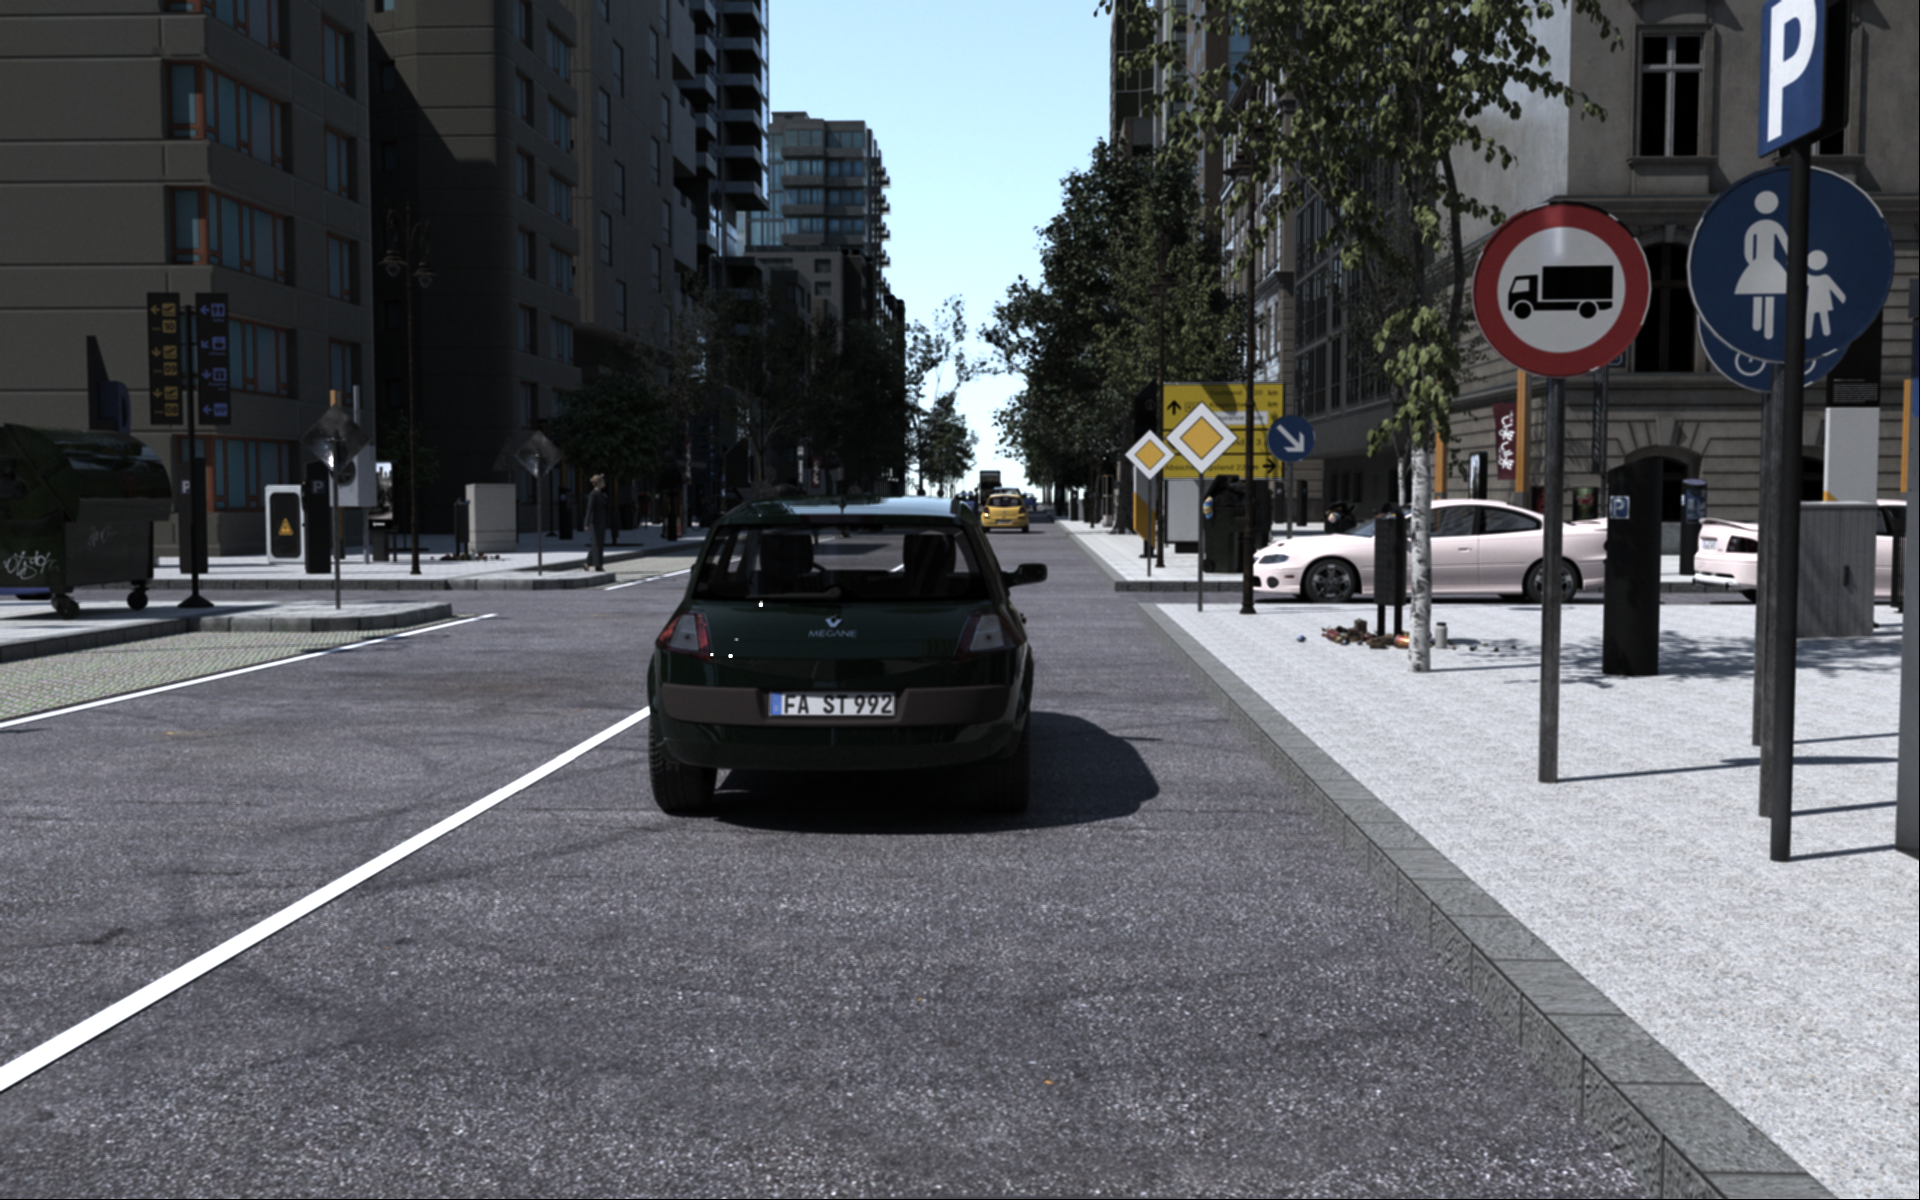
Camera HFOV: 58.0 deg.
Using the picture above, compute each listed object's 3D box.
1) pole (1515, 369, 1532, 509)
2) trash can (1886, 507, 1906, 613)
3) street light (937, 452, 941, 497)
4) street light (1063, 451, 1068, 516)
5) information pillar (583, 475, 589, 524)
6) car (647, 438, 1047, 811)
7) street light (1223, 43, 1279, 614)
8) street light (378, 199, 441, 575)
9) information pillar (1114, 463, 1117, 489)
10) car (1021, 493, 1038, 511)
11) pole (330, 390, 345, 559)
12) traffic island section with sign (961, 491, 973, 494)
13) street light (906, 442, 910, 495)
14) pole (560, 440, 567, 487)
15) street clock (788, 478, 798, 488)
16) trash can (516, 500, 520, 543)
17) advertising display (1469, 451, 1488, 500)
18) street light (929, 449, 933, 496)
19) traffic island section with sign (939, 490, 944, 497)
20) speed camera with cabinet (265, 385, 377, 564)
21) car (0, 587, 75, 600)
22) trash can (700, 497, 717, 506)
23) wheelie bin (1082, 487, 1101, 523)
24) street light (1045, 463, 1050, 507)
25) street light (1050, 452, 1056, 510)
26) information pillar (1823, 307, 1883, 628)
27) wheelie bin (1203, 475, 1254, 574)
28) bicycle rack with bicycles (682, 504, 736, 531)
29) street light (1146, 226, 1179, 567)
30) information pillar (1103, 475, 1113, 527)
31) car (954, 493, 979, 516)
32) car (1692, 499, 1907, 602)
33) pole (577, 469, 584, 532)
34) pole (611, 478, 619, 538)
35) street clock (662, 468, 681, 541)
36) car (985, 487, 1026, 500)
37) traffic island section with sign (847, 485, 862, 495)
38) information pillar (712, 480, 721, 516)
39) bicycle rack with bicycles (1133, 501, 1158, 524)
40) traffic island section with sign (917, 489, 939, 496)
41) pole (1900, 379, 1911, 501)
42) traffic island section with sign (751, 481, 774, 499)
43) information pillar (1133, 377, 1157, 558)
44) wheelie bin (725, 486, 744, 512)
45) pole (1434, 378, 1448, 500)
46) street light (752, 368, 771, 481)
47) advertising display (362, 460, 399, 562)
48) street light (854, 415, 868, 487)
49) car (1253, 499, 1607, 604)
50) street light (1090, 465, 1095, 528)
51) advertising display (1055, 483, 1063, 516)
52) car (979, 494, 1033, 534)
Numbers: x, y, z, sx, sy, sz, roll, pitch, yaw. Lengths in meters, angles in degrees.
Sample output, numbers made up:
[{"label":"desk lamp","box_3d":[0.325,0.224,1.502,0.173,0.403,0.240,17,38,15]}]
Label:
[{"label":"pole","box_3d":[8.612,-1.997,26.493,0.158,3.312,0.155,0,3,0]},{"label":"trash can","box_3d":[10.378,-0.428,18.647,0.748,1.137,0.748,0,3,0]},{"label":"street light","box_3d":[-2.295,-13.125,187.386,0.468,5.910,1.993,0,4,2]},{"label":"street light","box_3d":[6.500,-8.256,107.772,0.468,5.910,1.993,0,4,2]},{"label":"information pillar","box_3d":[-13.452,-3.511,61.903,0.304,2.012,0.304,1,4,9]},{"label":"car","box_3d":[-0.518,0.035,9.222,2.009,1.686,4.222,0,4,0]},{"label":"street light","box_3d":[3.090,-2.790,18.407,0.468,5.910,1.993,0,4,2]},{"label":"street light","box_3d":[-8.704,-3.348,27.522,0.468,5.910,1.993,0,4,2]},{"label":"information pillar","box_3d":[9.030,-6.762,101.921,0.183,3.616,0.504,-2,4,-33]},{"label":"car","box_3d":[5.696,-8.481,148.254,1.945,1.707,3.694,0,4,1]},{"label":"pole","box_3d":[-12.233,-2.459,34.042,0.158,3.312,0.155,0,3,0]},{"label":"traffic island section with sign","box_3d":[1.561,-13.858,235.213,1.989,1.847,2.006,0,4,2]},{"label":"street light","box_3d":[-4.214,-10.207,139.673,0.468,5.910,1.993,0,4,2]},{"label":"pole","box_3d":[-11.688,-3.501,51.087,0.158,3.312,0.155,0,3,0]},{"label":"street clock","box_3d":[-7.689,-4.620,80.111,0.471,2.002,0.358,-2,4,-33]},{"label":"trash can","box_3d":[-11.383,-1.941,43.389,0.748,1.137,0.748,0,3,0]},{"label":"advertising display","box_3d":[7.946,-1.308,26.607,0.123,1.923,0.974,0,4,7]},{"label":"street light","box_3d":[-2.946,-12.344,174.611,0.468,5.910,1.993,0,4,2]},{"label":"traffic island section with sign","box_3d":[-1.655,-8.862,153.519,1.989,1.847,2.006,0,4,2]},{"label":"speed camera with cabinet","box_3d":[-11.703,-2.283,31.669,2.038,3.252,0.660,1,4,18]},{"label":"car","box_3d":[-13.387,-0.773,22.234,3.694,1.707,1.945,0,4,3]},{"label":"trash can","box_3d":[-11.075,-3.962,76.436,0.748,1.137,0.748,0,3,0]},{"label":"wheelie bin","box_3d":[5.928,-4.280,77.882,0.693,1.594,0.980,-3,5,-43]},{"label":"street light","box_3d":[9.286,-12.550,177.984,0.468,5.910,1.993,0,4,2]},{"label":"street light","box_3d":[7.863,-10.393,142.706,0.468,5.910,1.993,0,4,2]},{"label":"information pillar","box_3d":[8.540,-1.541,16.555,0.504,3.616,0.183,0,4,2]},{"label":"wheelie bin","box_3d":[4.368,-1.241,28.195,0.693,1.594,0.980,3,5,41]},{"label":"bicycle rack with bicycles","box_3d":[-8.248,-2.871,60.322,2.925,0.926,2.852,-3,5,-44]},{"label":"street light","box_3d":[3.506,-3.509,30.161,0.468,5.910,1.993,0,4,2]},{"label":"information pillar","box_3d":[5.764,-3.853,67.487,0.304,2.012,0.304,-2,4,-25]},{"label":"car","box_3d":[0.320,-6.508,115.991,1.945,1.707,3.694,0,4,2]},{"label":"car","box_3d":[11.880,-0.585,21.927,4.827,1.381,2.083,0,4,4]},{"label":"pole","box_3d":[-12.954,-3.986,59.018,0.158,3.312,0.155,0,3,0]},{"label":"pole","box_3d":[-10.165,-3.491,50.923,0.158,3.312,0.155,0,3,0]},{"label":"street clock","box_3d":[-7.874,-2.616,47.343,0.358,2.002,0.471,3,5,44]},{"label":"car","box_3d":[2.528,-5.313,95.536,2.281,1.827,5.304,0,4,1]},{"label":"traffic island section with sign","box_3d":[-4.674,-4.187,77.085,1.989,1.847,2.006,0,4,2]},{"label":"information pillar","box_3d":[-12.578,-5.196,89.439,0.304,2.012,0.304,3,5,39]},{"label":"bicycle rack with bicycles","box_3d":[8.848,-3.678,73.519,2.925,0.926,2.852,-3,4,-36]},{"label":"traffic island section with sign","box_3d":[-2.753,-7.163,125.736,1.989,1.847,2.006,0,4,2]},{"label":"pole","box_3d":[16.898,-2.265,30.877,0.158,3.312,0.155,0,3,0]},{"label":"traffic island section with sign","box_3d":[-5.724,-2.535,50.071,1.989,1.847,2.006,0,4,2]},{"label":"information pillar","box_3d":[3.722,-2.652,34.712,0.504,3.616,0.183,-2,4,-24]},{"label":"wheelie bin","box_3d":[-8.359,-3.432,64.027,0.693,1.594,0.980,-1,4,-12]},{"label":"pole","box_3d":[8.495,-2.247,30.580,0.158,3.312,0.155,0,3,0]},{"label":"street light","box_3d":[-7.257,-5.552,63.556,0.468,5.910,1.993,0,4,2]},{"label":"advertising display","box_3d":[-11.010,-1.692,32.875,0.974,1.923,0.123,2,4,35]},{"label":"street light","box_3d":[-5.786,-7.744,99.401,0.468,5.910,1.993,0,4,2]},{"label":"car","box_3d":[6.186,-0.638,22.790,4.827,1.381,2.083,0,4,1]},{"label":"street light","box_3d":[5.008,-5.662,65.368,0.468,5.910,1.993,0,4,2]},{"label":"advertising display","box_3d":[5.773,-5.845,100.784,0.123,1.923,0.974,-1,4,-16]},{"label":"car","box_3d":[1.702,-3.313,64.392,2.015,1.641,3.980,0,4,3]}]
